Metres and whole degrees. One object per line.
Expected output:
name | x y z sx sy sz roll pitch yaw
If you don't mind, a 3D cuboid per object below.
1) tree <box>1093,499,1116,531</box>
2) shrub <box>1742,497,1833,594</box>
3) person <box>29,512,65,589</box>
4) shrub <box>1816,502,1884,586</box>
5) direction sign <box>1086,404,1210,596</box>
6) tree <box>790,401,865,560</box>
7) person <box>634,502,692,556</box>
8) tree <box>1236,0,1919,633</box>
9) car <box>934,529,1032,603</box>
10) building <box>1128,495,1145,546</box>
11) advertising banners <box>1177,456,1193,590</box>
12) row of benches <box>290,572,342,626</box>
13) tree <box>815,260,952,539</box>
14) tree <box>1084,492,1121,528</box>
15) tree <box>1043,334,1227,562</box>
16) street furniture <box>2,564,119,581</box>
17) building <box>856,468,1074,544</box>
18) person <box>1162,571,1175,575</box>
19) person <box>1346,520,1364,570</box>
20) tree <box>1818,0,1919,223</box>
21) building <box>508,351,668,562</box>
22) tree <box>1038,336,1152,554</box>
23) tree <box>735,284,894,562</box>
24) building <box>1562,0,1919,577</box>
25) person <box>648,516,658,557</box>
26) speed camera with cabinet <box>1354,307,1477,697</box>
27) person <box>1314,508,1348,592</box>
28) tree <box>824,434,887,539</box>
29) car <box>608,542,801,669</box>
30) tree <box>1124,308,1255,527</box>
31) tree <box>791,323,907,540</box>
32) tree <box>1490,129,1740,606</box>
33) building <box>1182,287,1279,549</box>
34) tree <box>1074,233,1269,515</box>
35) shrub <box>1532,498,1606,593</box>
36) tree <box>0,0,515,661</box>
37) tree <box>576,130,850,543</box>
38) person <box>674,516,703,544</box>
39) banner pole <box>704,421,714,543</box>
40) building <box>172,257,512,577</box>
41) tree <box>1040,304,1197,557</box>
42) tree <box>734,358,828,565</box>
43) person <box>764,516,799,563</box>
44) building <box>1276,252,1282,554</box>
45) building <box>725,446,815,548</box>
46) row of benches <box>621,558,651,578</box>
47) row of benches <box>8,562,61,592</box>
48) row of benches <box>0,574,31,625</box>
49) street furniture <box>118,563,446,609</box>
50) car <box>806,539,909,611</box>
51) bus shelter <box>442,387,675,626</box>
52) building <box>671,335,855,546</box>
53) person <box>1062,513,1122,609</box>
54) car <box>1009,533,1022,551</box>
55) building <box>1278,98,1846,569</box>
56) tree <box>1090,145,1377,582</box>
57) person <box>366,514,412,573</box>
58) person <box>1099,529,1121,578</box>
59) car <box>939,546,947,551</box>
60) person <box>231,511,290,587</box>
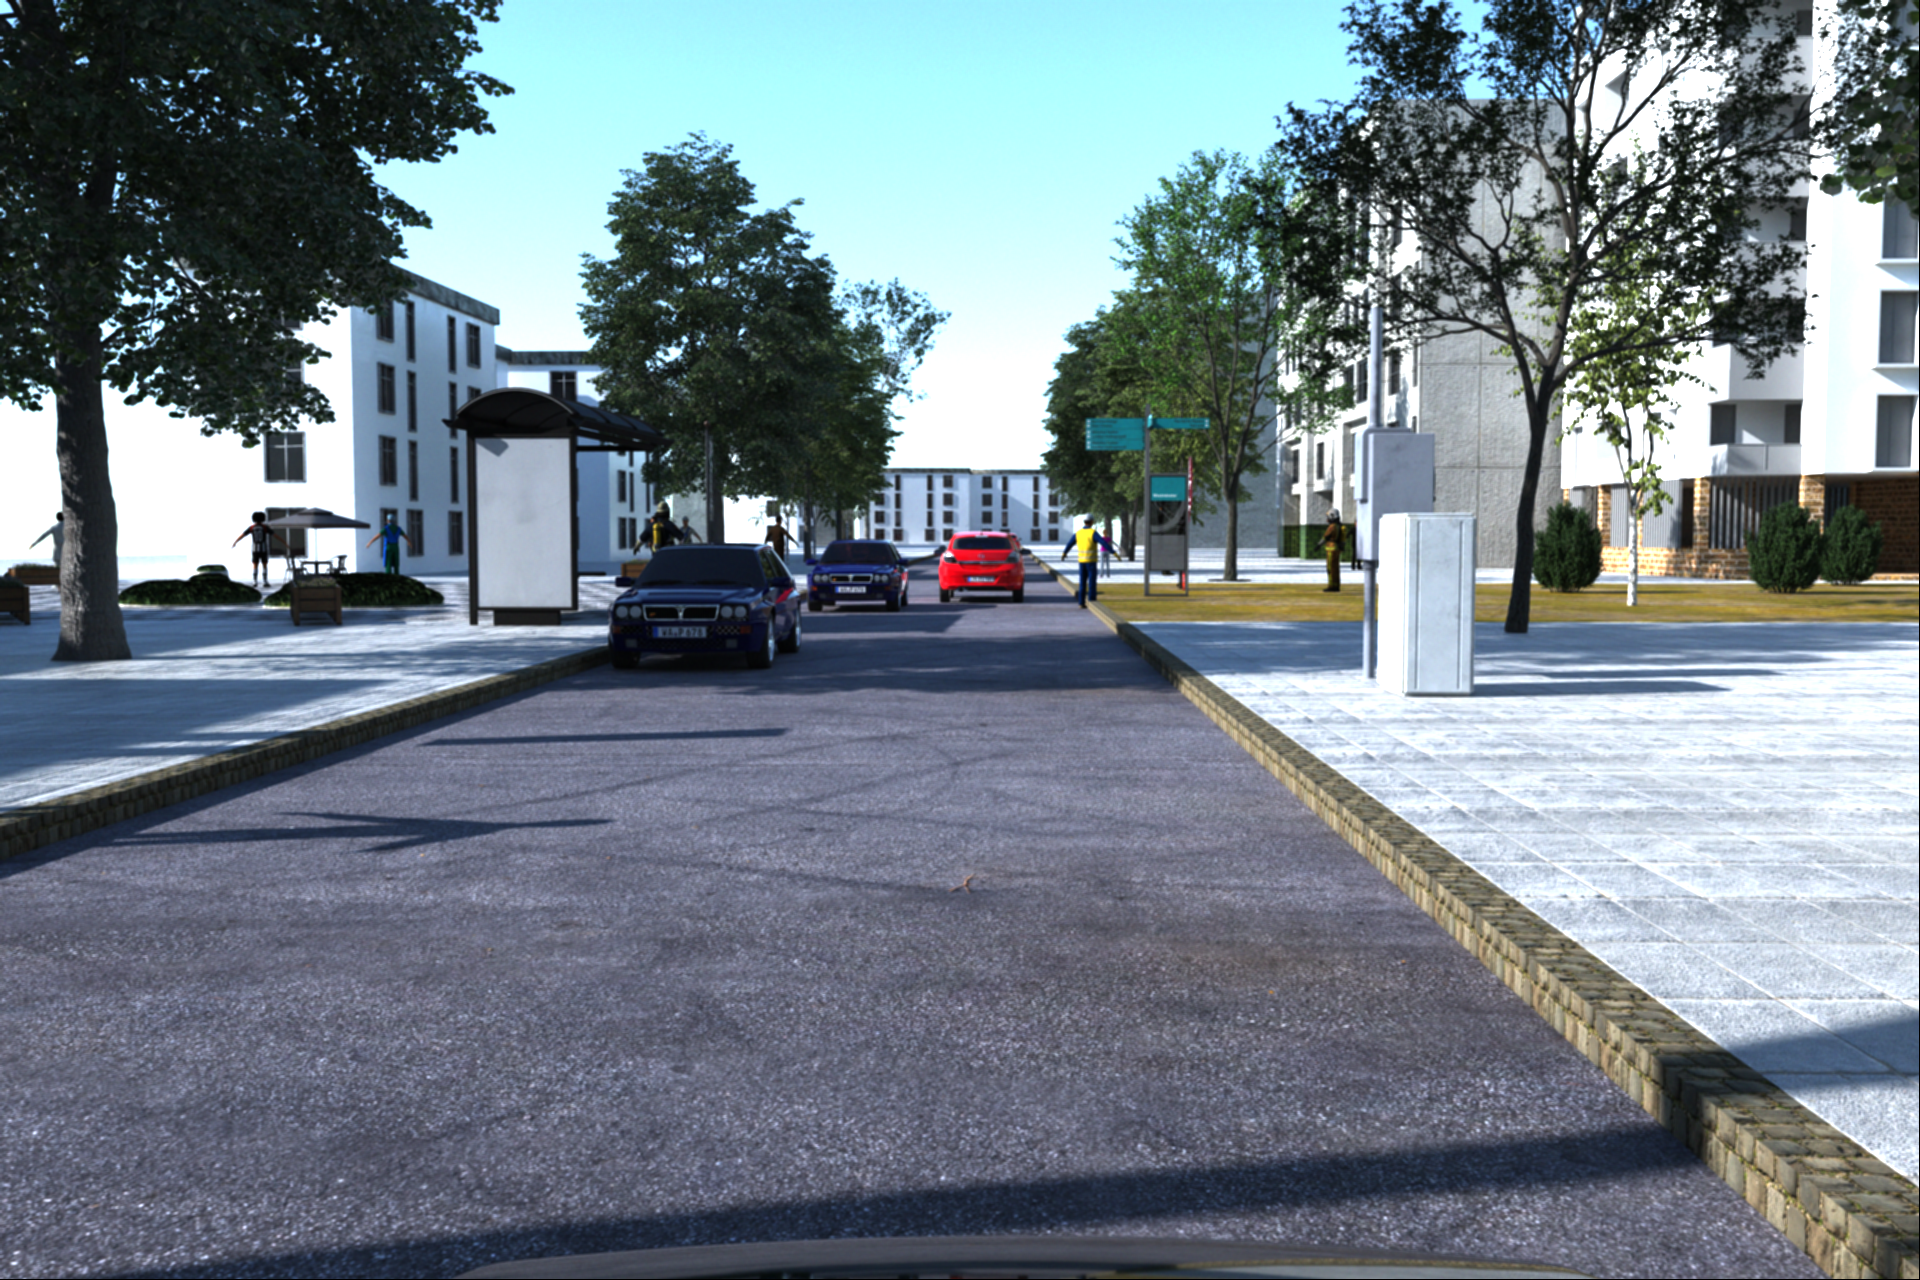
tree | 9.911 -10.687 125.099 4.360 8.622 3.978 0 3 0
shrub | 17.864 -2.042 37.425 1.661 2.075 1.752 0 3 0
person | -21.230 -2.124 40.913 1.347 1.806 0.705 -3 5 -39
shrub | 22.029 -2.382 42.982 1.661 2.075 1.752 0 3 0
direction sign | 3.824 -2.830 35.033 2.525 3.948 1.411 0 4 2
tree | -6.982 -8.267 85.522 4.737 8.622 4.395 0 3 0
person | -5.271 -1.537 30.906 1.354 1.856 0.705 1 4 21
tree | 7.369 -5.351 21.899 8.767 10.594 7.601 -2 4 -26
car | 0.489 -1.755 37.738 2.155 1.783 4.494 0 4 1
building | 28.514 -22.347 196.301 19.493 23.208 18.063 0 4 2
advertising banners | 5.150 -2.659 39.670 0.090 3.025 2.074 0 3 0
row of benches | -9.767 -0.656 26.188 1.422 0.672 4.104 -1 4 -22
tree | -7.255 -16.151 119.959 12.611 20.169 13.585 0 3 0
tree | 19.426 -18.446 219.715 7.486 12.596 7.792 0 3 0
tree | 8.069 -8.925 80.329 8.767 10.594 7.601 -1 4 -12
street furniture | -27.943 -1.832 45.573 10.072 0.657 5.734 1 4 12
building | 0.695 -16.872 220.456 28.070 9.664 9.099 0 4 -6
person | 6.466 -2.918 53.835 0.705 1.813 1.348 3 4 36
person | 14.212 -3.408 61.942 1.346 1.802 0.704 -1 4 -19
tree | 6.887 -6.127 6.840 9.857 13.997 8.962 0 3 0
building | -20.282 -9.262 93.578 9.099 9.664 28.070 0 4 1
tree | 9.349 -12.403 109.439 9.857 13.997 8.962 0 3 0
tree | -6.890 -9.817 78.639 7.486 12.596 7.792 0 3 0
building | 26.693 -12.457 60.097 16.016 20.090 11.380 0 4 1
person | -8.879 -2.700 50.340 0.705 1.806 1.347 -1 4 -15
speed camera with cabinet | 3.800 -1.235 14.524 0.660 3.252 2.038 0 4 2
person | 8.265 -1.998 38.430 0.705 1.858 1.354 3 4 37
tree | -7.027 -9.410 104.218 4.360 8.622 3.978 0 3 0
car | -2.832 -0.434 19.682 1.945 1.354 3.894 0 4 1
tree | 7.586 -6.546 57.386 4.737 8.622 4.395 0 3 0
tree | -6.705 -10.731 93.574 7.486 12.596 7.792 0 3 0
tree | 11.834 -4.917 30.749 4.737 8.622 4.395 0 3 0
building | 27.372 -19.978 157.571 19.493 23.208 18.063 0 4 2
tree | 8.101 -9.055 66.182 7.486 12.596 7.792 0 3 0
shrub | 13.231 -2.063 37.775 1.661 2.075 1.752 0 3 0
tree | -8.880 -6.764 17.251 9.857 13.997 8.962 0 3 0
tree | -7.771 -9.098 55.405 9.857 13.997 8.962 0 3 0
person | -8.745 -3.014 55.142 1.347 1.847 0.705 1 4 19
banner pole | -5.574 -2.971 38.594 0.401 3.779 0.863 0 4 3
building | -21.697 -7.508 64.907 9.099 9.664 28.070 0 4 2
tree | 9.032 -11.511 94.852 9.857 13.997 8.962 0 3 0
tree | -7.094 -7.404 71.418 4.360 8.622 3.978 0 3 0
person | -5.358 -2.770 51.430 1.346 1.812 0.704 3 4 36
building | 25.144 -15.414 108.433 16.016 20.090 11.380 0 4 1
building | -18.550 -13.847 168.539 9.099 9.664 28.070 0 4 2
row of benches | -7.990 -1.810 45.063 1.422 0.672 4.104 0 4 5
row of benches | -21.192 -1.297 36.671 4.104 0.672 1.422 -3 5 -40
row of benches | -14.388 -0.638 25.897 1.422 0.672 4.104 -2 4 -31
street furniture | -13.031 -1.126 34.029 5.734 0.657 10.072 -1 4 -16
car | -1.931 -1.267 33.298 1.945 1.354 3.894 0 4 1
bus shelter | -6.000 -2.006 26.725 2.014 3.302 5.546 0 4 3
building | -22.030 -22.426 197.594 19.493 23.208 18.063 0 4 1
person | 2.483 -1.523 33.322 1.349 1.833 0.705 3 4 37
car | 3.556 -7.378 129.668 2.155 1.783 4.494 0 4 0
building | 25.594 -13.002 79.046 16.747 18.905 31.486 0 4 1
tree | 7.347 -7.394 46.646 9.928 11.665 9.643 0 3 0
person | -15.432 -2.498 46.971 0.704 1.817 1.347 3 5 41
person | 4.258 -2.552 50.998 0.991 1.433 0.599 0 4 -5
car | 0.402 -2.542 53.360 2.131 1.459 4.920 0 4 1
person | -16.948 -2.189 41.939 1.345 1.843 0.704 -1 4 -11
